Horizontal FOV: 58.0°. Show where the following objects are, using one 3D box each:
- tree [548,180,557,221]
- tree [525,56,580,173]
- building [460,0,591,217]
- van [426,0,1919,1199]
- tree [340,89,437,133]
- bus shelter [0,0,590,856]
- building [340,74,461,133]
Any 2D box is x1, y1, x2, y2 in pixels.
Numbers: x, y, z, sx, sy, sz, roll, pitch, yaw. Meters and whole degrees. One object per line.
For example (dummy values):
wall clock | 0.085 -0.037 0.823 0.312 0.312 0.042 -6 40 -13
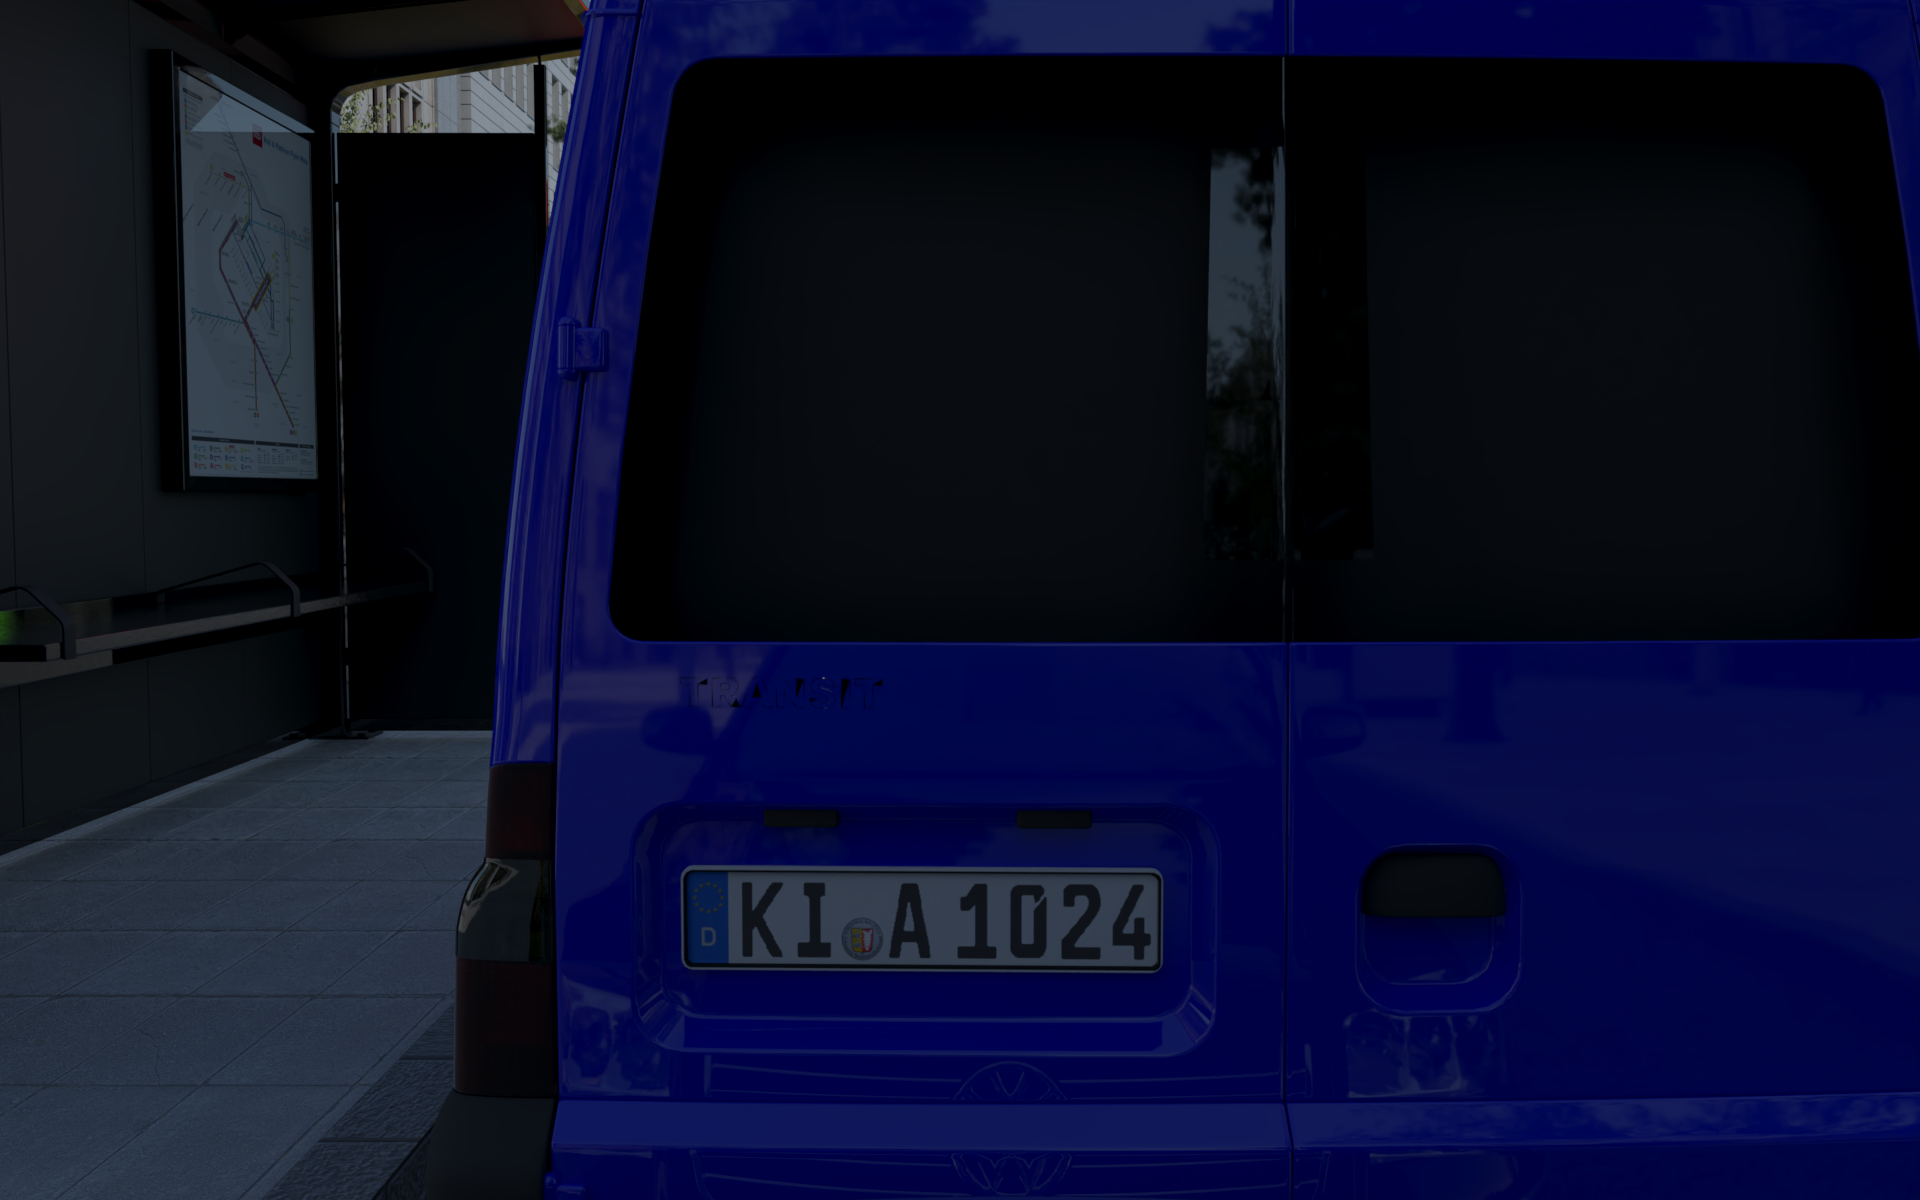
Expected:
tree | -8.741 -5.351 37.844 4.360 8.622 3.978 0 3 0
tree | -2.877 -7.346 27.532 7.806 13.903 7.818 0 3 0
building | -19.123 -17.460 62.967 11.434 29.767 29.804 0 4 0
van | 0.311 -0.005 4.468 2.240 2.365 5.245 0 4 -1
tree | -10.803 -4.966 31.563 4.737 8.622 4.395 0 3 0
bus shelter | -2.613 -0.901 6.014 1.731 3.624 6.357 0 4 0
building | -19.837 -13.466 38.197 12.078 24.808 19.932 0 4 0
